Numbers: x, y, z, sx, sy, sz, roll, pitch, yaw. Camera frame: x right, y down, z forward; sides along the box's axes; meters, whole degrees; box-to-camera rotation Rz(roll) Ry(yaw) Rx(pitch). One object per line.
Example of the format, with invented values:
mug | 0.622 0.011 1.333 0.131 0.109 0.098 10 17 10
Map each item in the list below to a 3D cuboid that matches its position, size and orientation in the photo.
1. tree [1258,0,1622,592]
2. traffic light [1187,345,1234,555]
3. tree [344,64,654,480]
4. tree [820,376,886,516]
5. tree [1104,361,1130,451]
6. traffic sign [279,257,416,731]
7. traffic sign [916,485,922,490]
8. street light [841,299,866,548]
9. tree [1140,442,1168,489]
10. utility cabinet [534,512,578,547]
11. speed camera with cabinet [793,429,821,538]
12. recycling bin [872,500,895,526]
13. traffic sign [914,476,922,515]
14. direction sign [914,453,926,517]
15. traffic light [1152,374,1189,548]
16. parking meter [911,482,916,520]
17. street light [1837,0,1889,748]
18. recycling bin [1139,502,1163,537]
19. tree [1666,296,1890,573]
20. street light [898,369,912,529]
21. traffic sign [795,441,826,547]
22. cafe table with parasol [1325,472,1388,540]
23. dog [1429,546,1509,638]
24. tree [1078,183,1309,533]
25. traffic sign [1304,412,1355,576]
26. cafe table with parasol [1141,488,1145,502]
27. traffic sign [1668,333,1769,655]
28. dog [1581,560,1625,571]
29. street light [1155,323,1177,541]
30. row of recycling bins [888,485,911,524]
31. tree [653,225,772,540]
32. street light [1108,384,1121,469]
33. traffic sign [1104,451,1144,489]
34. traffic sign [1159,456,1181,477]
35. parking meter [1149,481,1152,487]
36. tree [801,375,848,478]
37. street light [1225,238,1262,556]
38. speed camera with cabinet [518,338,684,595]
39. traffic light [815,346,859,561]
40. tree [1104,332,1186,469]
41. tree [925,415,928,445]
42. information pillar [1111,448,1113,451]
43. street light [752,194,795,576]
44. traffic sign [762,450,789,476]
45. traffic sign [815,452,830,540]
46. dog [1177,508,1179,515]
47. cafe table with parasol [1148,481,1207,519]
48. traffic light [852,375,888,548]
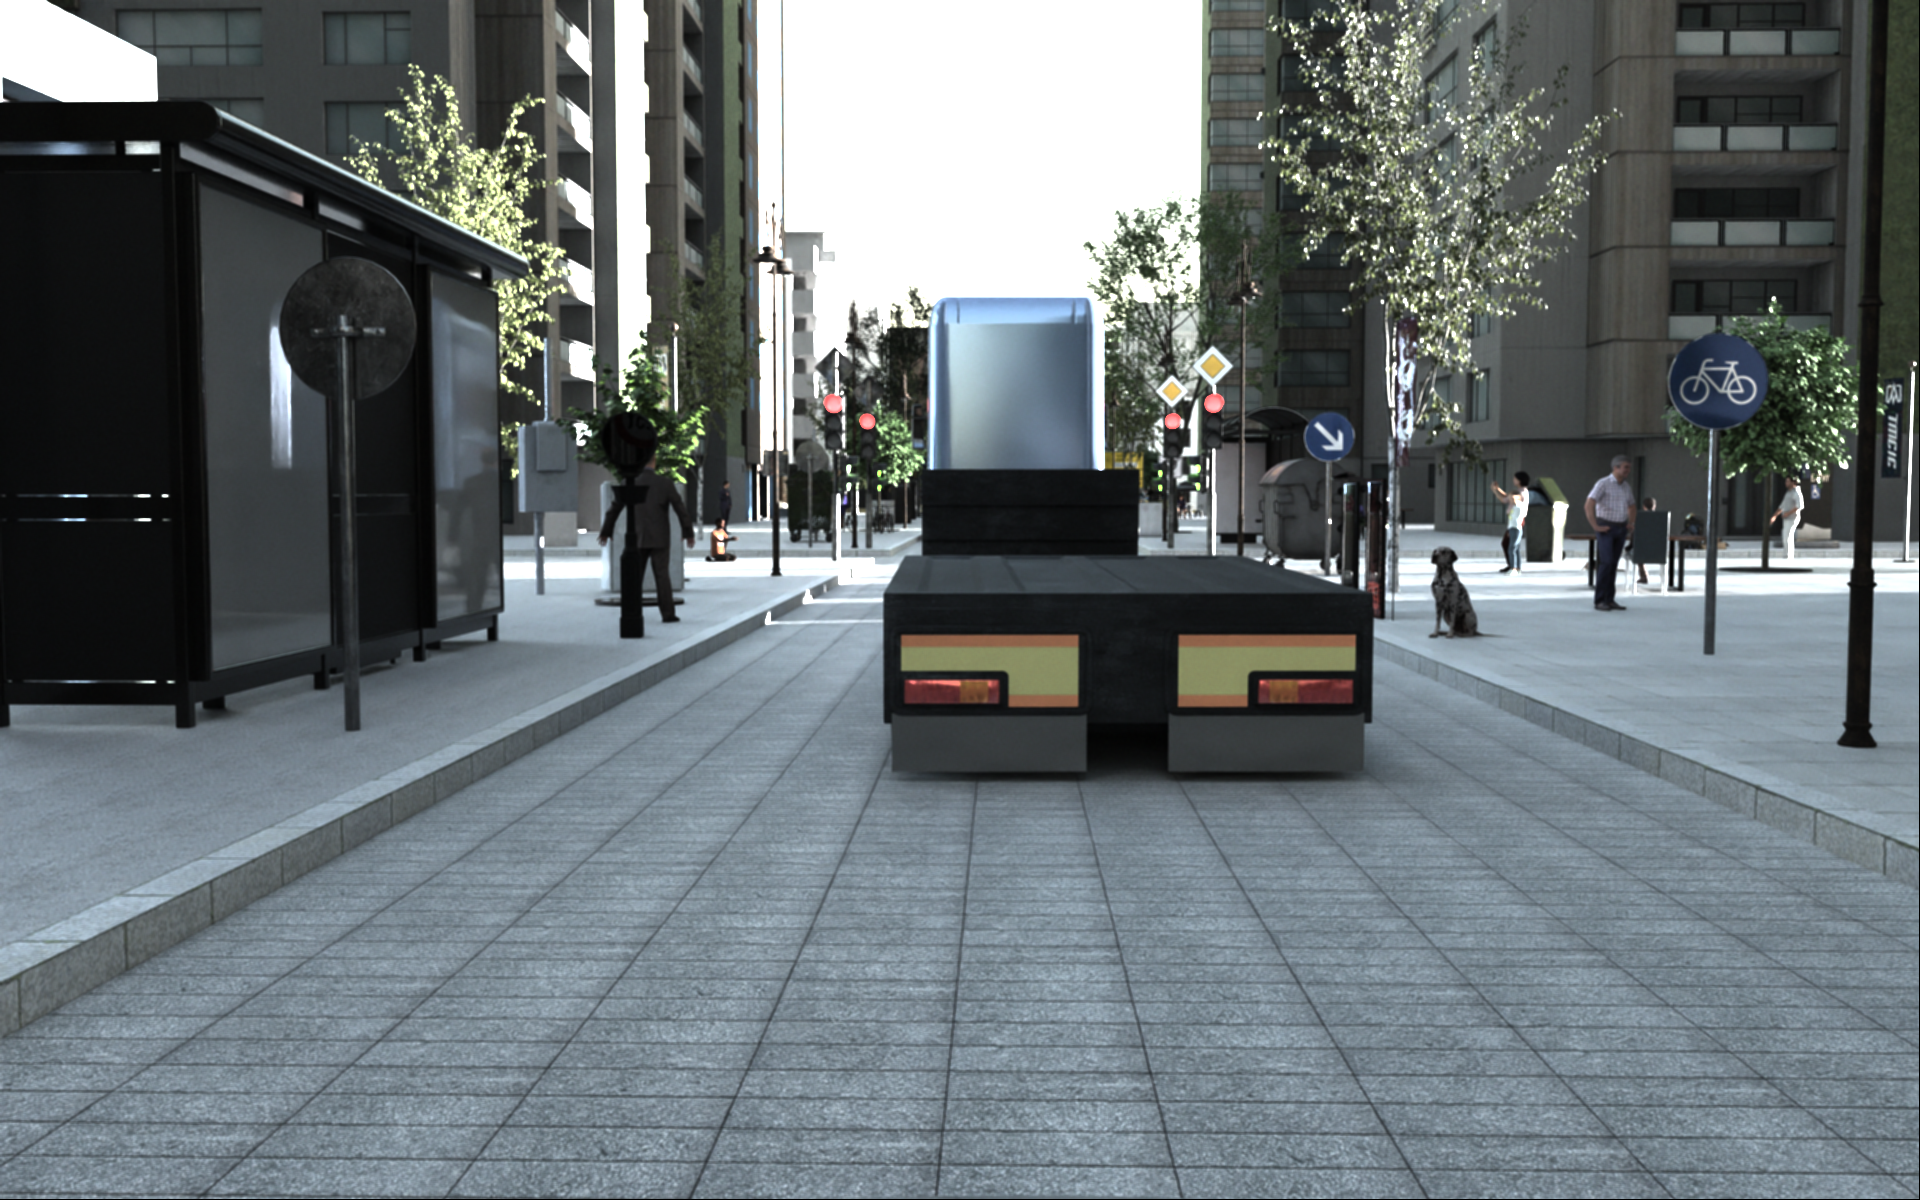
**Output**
tree | 5.851 -4.398 22.271 4.360 8.622 3.978 0 3 0
traffic light | 4.747 -2.684 32.808 0.839 4.253 0.868 0 4 2
tree | -8.530 -4.864 29.885 4.737 8.622 4.395 0 3 0
tree | -6.186 -9.315 102.667 4.360 8.622 3.978 0 3 0
tree | 8.914 -12.683 125.488 7.486 12.596 7.792 0 3 0
traffic sign | -3.300 -0.564 9.332 0.768 2.556 0.104 0 4 6
traffic sign | -2.459 -6.680 103.095 2.265 3.308 0.079 0 4 3
street light | -2.517 -4.185 41.214 0.468 5.910 1.993 0 4 2
tree | 11.976 -7.763 110.637 4.285 4.588 4.351 0 3 0
utility cabinet | -9.827 -1.891 42.084 1.020 1.237 0.306 -3 5 -40
speed camera with cabinet | -4.418 -3.521 51.899 0.660 3.252 2.038 1 4 15
recycling bin | -3.140 -3.530 70.262 0.722 1.027 0.722 3 4 38
traffic sign | -2.517 -6.219 101.787 0.768 2.556 0.104 0 4 6
direction sign | -2.292 -6.372 96.171 0.876 3.537 0.379 -1 4 -17
traffic light | 4.957 -3.172 40.790 0.839 4.253 0.868 0 4 2
parking meter | -2.350 -4.987 87.248 0.255 1.863 0.399 0 4 -3
street light | 4.577 -2.194 8.658 0.468 5.910 1.993 0 4 2
recycling bin | 5.640 -2.412 51.984 0.722 1.027 0.722 -1 4 -11
tree | 13.466 -2.754 28.738 4.285 4.588 4.351 0 3 0
street light | -2.032 -5.582 64.050 0.468 5.910 1.993 0 4 2
traffic sign | -3.593 -2.535 41.548 0.768 2.556 0.104 0 4 8
cafe table with parasol | 10.685 -2.683 48.738 2.610 1.966 2.610 3 4 36
dog | 4.551 -0.071 15.536 0.800 0.831 0.513 0 4 -2
tree | 7.224 -8.035 57.136 9.928 11.665 9.643 0 3 0
traffic sign | 5.747 -1.646 27.017 0.768 2.556 0.104 1 4 10
cafe table with parasol | 9.906 -5.878 100.965 2.610 1.966 2.610 -1 4 -14
traffic sign | 5.996 -0.837 13.786 0.768 2.556 0.104 0 4 6
dog | 10.788 -0.693 29.074 0.550 0.427 0.748 0 3 0
street light | 5.586 -4.542 47.049 0.468 5.910 1.993 0 4 2
row of recycling bins | -2.637 -4.264 76.827 1.069 1.692 3.534 0 4 -5
tree | -7.245 -5.979 48.126 4.737 8.622 4.395 0 3 0
street light | 6.201 -5.938 69.882 0.468 5.910 1.993 0 4 2
traffic sign | 7.559 -5.383 81.887 2.265 3.308 0.079 0 4 2
traffic sign | 5.515 -2.652 45.494 0.606 2.300 0.079 0 4 5
parking meter | 7.724 -3.863 68.869 0.399 1.863 0.255 -1 4 -15
tree | -6.658 -8.945 96.606 4.737 8.622 4.395 0 3 0
street light | 5.139 -3.595 31.566 0.468 5.910 1.993 0 4 2
speed camera with cabinet | -4.657 -1.722 22.489 2.038 3.252 0.660 -1 4 -23
traffic light | -2.352 -2.695 32.978 0.839 4.253 0.868 0 4 2
tree | 7.495 -7.584 74.366 4.737 8.622 4.395 0 3 0
tree | 0.585 -16.666 182.850 12.009 13.543 11.850 0 3 0
information pillar | 7.714 -5.889 87.639 0.183 3.616 0.504 1 4 20
street light | -2.891 -3.320 27.064 0.468 5.910 1.993 0 4 2
traffic sign | -4.282 -2.331 40.234 0.606 2.300 0.079 0 4 3
traffic sign | -3.983 -2.922 47.879 0.768 2.556 0.104 1 4 10
dog | 11.954 -4.748 94.461 0.406 0.507 0.540 -1 4 -12
cafe table with parasol | 11.612 -5.157 89.180 2.610 1.966 2.610 -3 4 -38
traffic light | -2.142 -3.183 40.960 0.839 4.253 0.868 0 4 2
